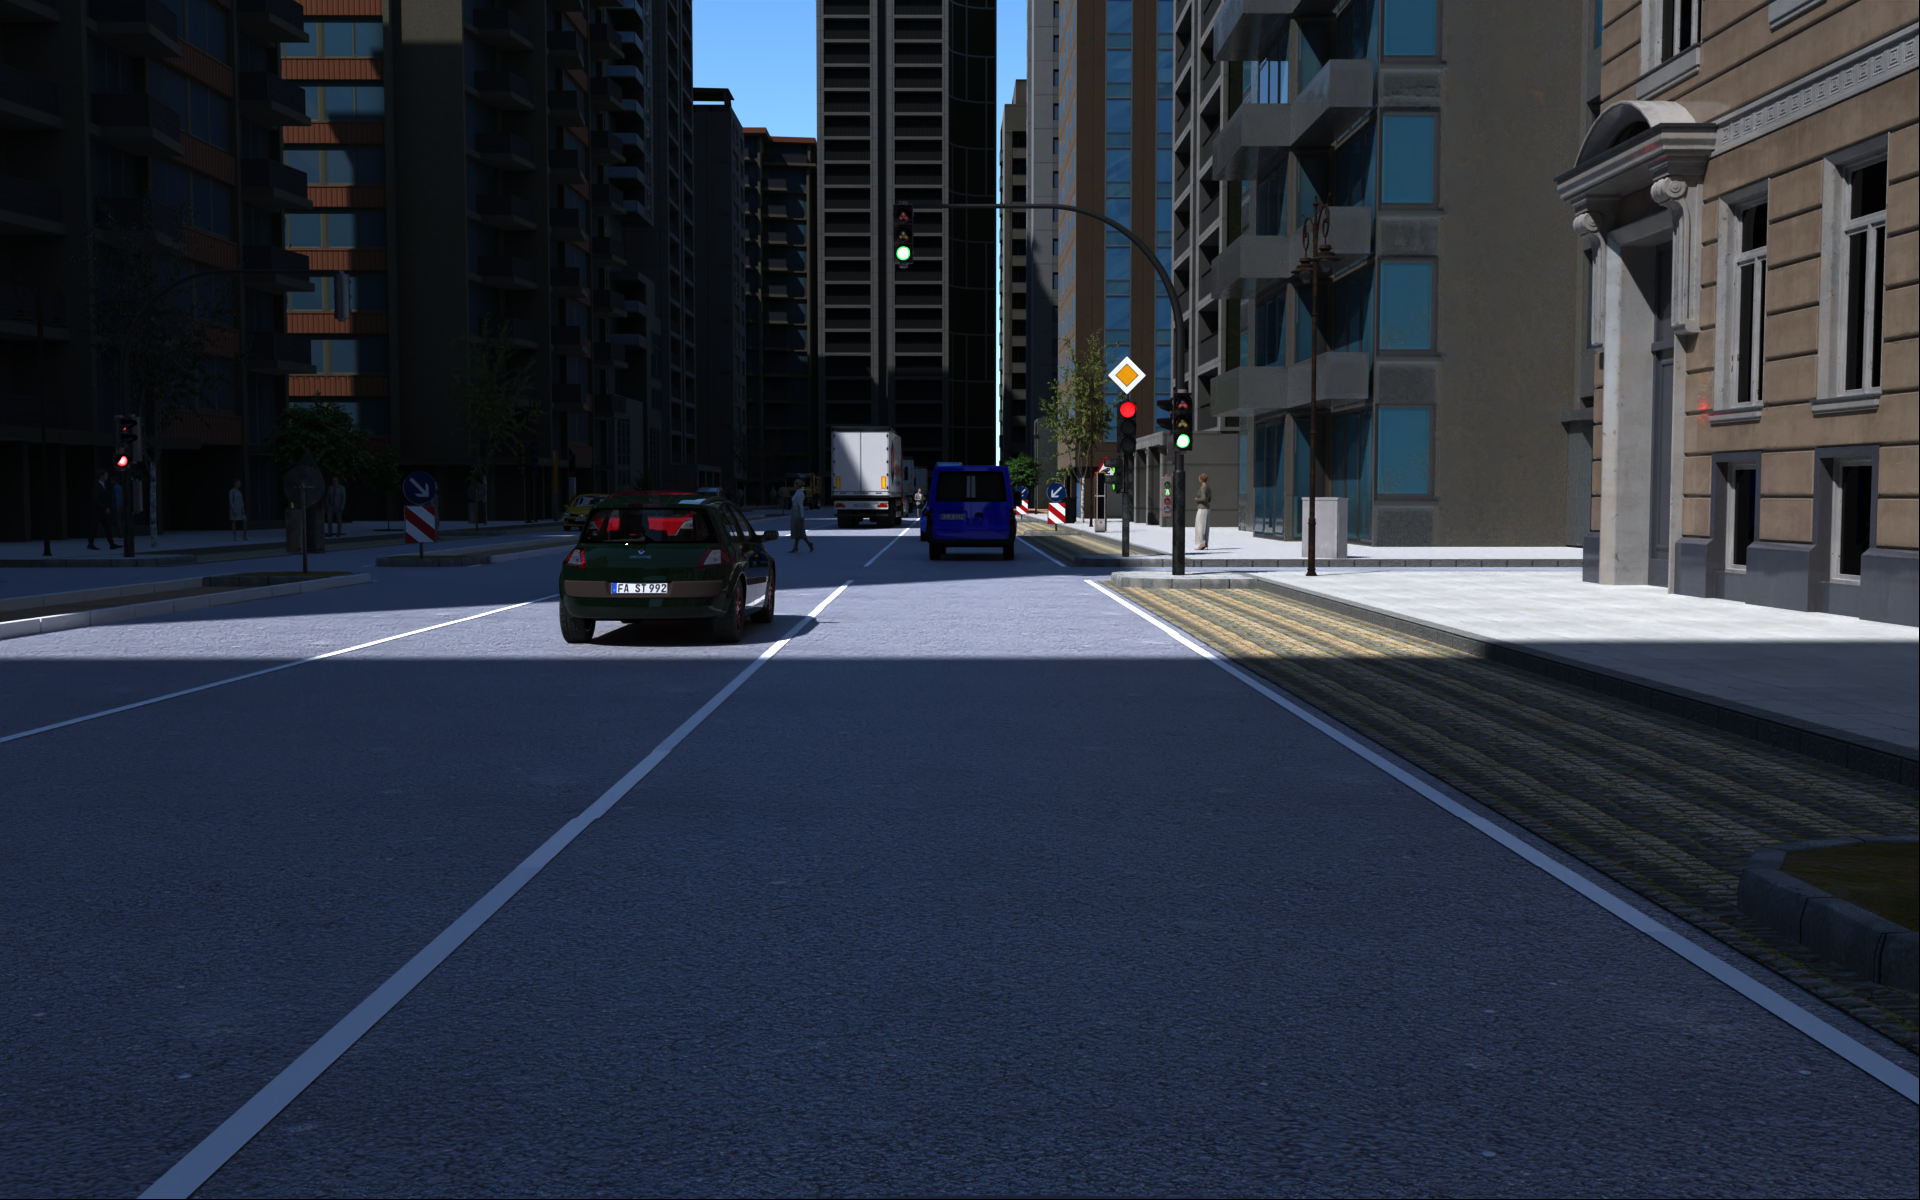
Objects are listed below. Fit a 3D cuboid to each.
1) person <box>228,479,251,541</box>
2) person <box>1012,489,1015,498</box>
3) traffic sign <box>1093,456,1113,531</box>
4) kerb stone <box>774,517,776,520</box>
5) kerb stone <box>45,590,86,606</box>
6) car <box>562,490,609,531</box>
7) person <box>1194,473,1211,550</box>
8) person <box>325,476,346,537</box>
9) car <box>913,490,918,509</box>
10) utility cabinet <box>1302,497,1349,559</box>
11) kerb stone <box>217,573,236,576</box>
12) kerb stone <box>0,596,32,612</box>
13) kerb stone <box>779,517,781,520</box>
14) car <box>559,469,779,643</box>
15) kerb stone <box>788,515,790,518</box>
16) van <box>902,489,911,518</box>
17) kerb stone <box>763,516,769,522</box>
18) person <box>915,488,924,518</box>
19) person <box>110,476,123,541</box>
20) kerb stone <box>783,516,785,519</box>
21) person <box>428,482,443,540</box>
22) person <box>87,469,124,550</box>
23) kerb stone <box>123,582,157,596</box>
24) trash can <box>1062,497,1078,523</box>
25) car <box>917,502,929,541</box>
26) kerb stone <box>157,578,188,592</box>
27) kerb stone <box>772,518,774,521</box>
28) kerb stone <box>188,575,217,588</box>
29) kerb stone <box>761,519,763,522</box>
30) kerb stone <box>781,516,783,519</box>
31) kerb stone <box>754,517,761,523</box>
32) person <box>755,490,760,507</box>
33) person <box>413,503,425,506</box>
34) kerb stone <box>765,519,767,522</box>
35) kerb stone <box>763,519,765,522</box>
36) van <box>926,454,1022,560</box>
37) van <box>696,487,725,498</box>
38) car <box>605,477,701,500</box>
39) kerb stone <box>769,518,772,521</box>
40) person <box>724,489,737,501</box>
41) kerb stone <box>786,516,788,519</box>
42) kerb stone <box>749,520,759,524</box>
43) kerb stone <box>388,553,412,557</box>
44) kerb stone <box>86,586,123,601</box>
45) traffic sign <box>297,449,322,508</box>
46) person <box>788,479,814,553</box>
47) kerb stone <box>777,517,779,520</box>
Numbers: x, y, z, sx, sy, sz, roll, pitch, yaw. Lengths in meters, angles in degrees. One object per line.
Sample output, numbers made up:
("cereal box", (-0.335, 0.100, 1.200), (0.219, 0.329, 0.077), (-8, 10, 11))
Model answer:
("person", (-19.905, -2.486, 47.691), (0.522, 1.701, 0.512), (1, 4, 18))
("person", (4.630, -9.165, 156.608), (0.721, 1.743, 1.217), (-3, 5, -39))
("traffic sign", (4.998, -3.628, 59.327), (0.884, 2.594, 0.081), (0, 4, 4))
("kerb stone", (-10.120, -4.314, 92.735), (0.120, 0.150, 1.000), (0, 4, 0))
("kerb stone", (-11.668, -0.013, 22.444), (0.120, 0.150, 1.000), (0, 4, 0))
("car", (-14.522, -3.560, 68.436), (2.015, 1.641, 3.980), (0, 4, 0))
("person", (5.565, -2.033, 39.834), (0.362, 1.759, 0.519), (2, 4, 29))
("person", (-18.678, -2.792, 51.788), (0.635, 1.810, 0.391), (0, 4, 1))
("car", (-4.971, -9.970, 171.677), (2.281, 1.827, 5.304), (0, 4, 1))
("utility cabinet", (7.322, -1.443, 34.756), (0.306, 1.237, 1.020), (-2, 4, -33))
("kerb stone", (-11.710, -0.328, 27.566), (0.120, 0.150, 1.000), (0, 4, 0))
("kerb stone", (-11.665, 0.050, 21.419), (0.120, 0.150, 1.000), (0, 4, 0))
("kerb stone", (-10.154, -4.498, 95.805), (0.120, 0.150, 1.000), (0, 4, 0))
("car", (-2.954, -0.507, 18.074), (2.009, 1.686, 4.222), (0, 4, 1))
("kerb stone", (-10.187, -4.816, 100.936), (0.120, 0.150, 1.000), (0, 4, 0))
("van", (-4.022, -5.996, 105.049), (2.013, 2.044, 4.112), (0, 4, 1))
("kerb stone", (-10.107, -4.126, 89.657), (0.120, 0.150, 1.000), (0, 4, 0))
("person", (-2.334, -5.706, 101.992), (0.606, 1.804, 0.583), (-2, 4, -27))
("person", (-22.931, -2.499, 47.252), (0.444, 1.785, 0.601), (0, 4, 2))
("kerb stone", (-10.161, -4.627, 97.849), (0.120, 0.150, 1.000), (0, 4, 0))
("person", (-16.451, -2.786, 54.143), (0.391, 1.810, 0.635), (-2, 4, -31))
("person", (-19.734, -2.085, 39.911), (0.755, 1.850, 0.659), (-1, 4, -10))
("kerb stone", (-11.688, -0.141, 24.494), (0.120, 0.150, 1.000), (0, 4, 0))
("trash can", (5.015, -4.197, 80.280), (0.748, 1.137, 0.748), (0, 3, 0))
("car", (-0.374, -2.710, 53.904), (1.945, 1.707, 3.694), (0, 3, 0))
("kerb stone", (-11.693, -0.199, 25.517), (0.120, 0.150, 1.000), (0, 4, 0))
("kerb stone", (-10.116, -4.245, 91.702), (0.120, 0.150, 1.000), (0, 4, 0))
("kerb stone", (-11.704, -0.266, 26.544), (0.120, 0.150, 1.000), (0, 4, 0))
("kerb stone", (-10.079, -3.938, 86.582), (0.120, 0.150, 1.000), (0, 4, 0))
("kerb stone", (-10.157, -4.565, 96.827), (0.120, 0.150, 1.000), (0, 4, 0))
("kerb stone", (-10.070, -3.875, 85.552), (0.120, 0.150, 1.000), (0, 4, 0))
("person", (-20.427, -10.265, 174.802), (0.541, 1.710, 0.530), (-3, 5, -40))
("person", (-20.242, -3.588, 65.189), (0.782, 1.767, 0.515), (-1, 4, -9))
("kerb stone", (-10.097, -4.059, 88.629), (0.120, 0.150, 1.000), (0, 4, 0))
("kerb stone", (-10.089, -3.997, 87.605), (0.120, 0.150, 1.000), (0, 4, 0))
("van", (0.300, -2.139, 39.357), (2.240, 2.365, 5.245), (0, 4, 1))
("van", (-14.670, -5.745, 100.946), (2.013, 2.044, 4.112), (0, 3, 0))
("car", (-4.404, -1.012, 25.582), (2.155, 1.783, 4.494), (0, 4, -1))
("kerb stone", (-10.106, -4.186, 90.679), (0.120, 0.150, 1.000), (0, 4, 0))
("person", (-16.872, -7.186, 126.009), (1.348, 1.821, 0.705), (0, 4, -8))
("kerb stone", (-10.184, -4.753, 99.905), (0.120, 0.150, 1.000), (0, 4, 0))
("kerb stone", (-10.064, -3.813, 84.530), (0.120, 0.150, 1.000), (0, 4, 0))
("kerb stone", (-11.781, -0.866, 36.356), (0.120, 0.150, 1.000), (0, 4, 0))
("kerb stone", (-11.677, -0.078, 23.470), (0.120, 0.150, 1.000), (0, 4, 0))
("traffic sign", (-18.883, -3.064, 50.104), (0.884, 2.594, 0.081), (0, 4, 2))
("person", (-3.877, -2.053, 42.290), (0.641, 1.798, 0.478), (1, 4, 11))
("kerb stone", (-10.150, -4.438, 94.783), (0.120, 0.150, 1.000), (0, 4, 0))
